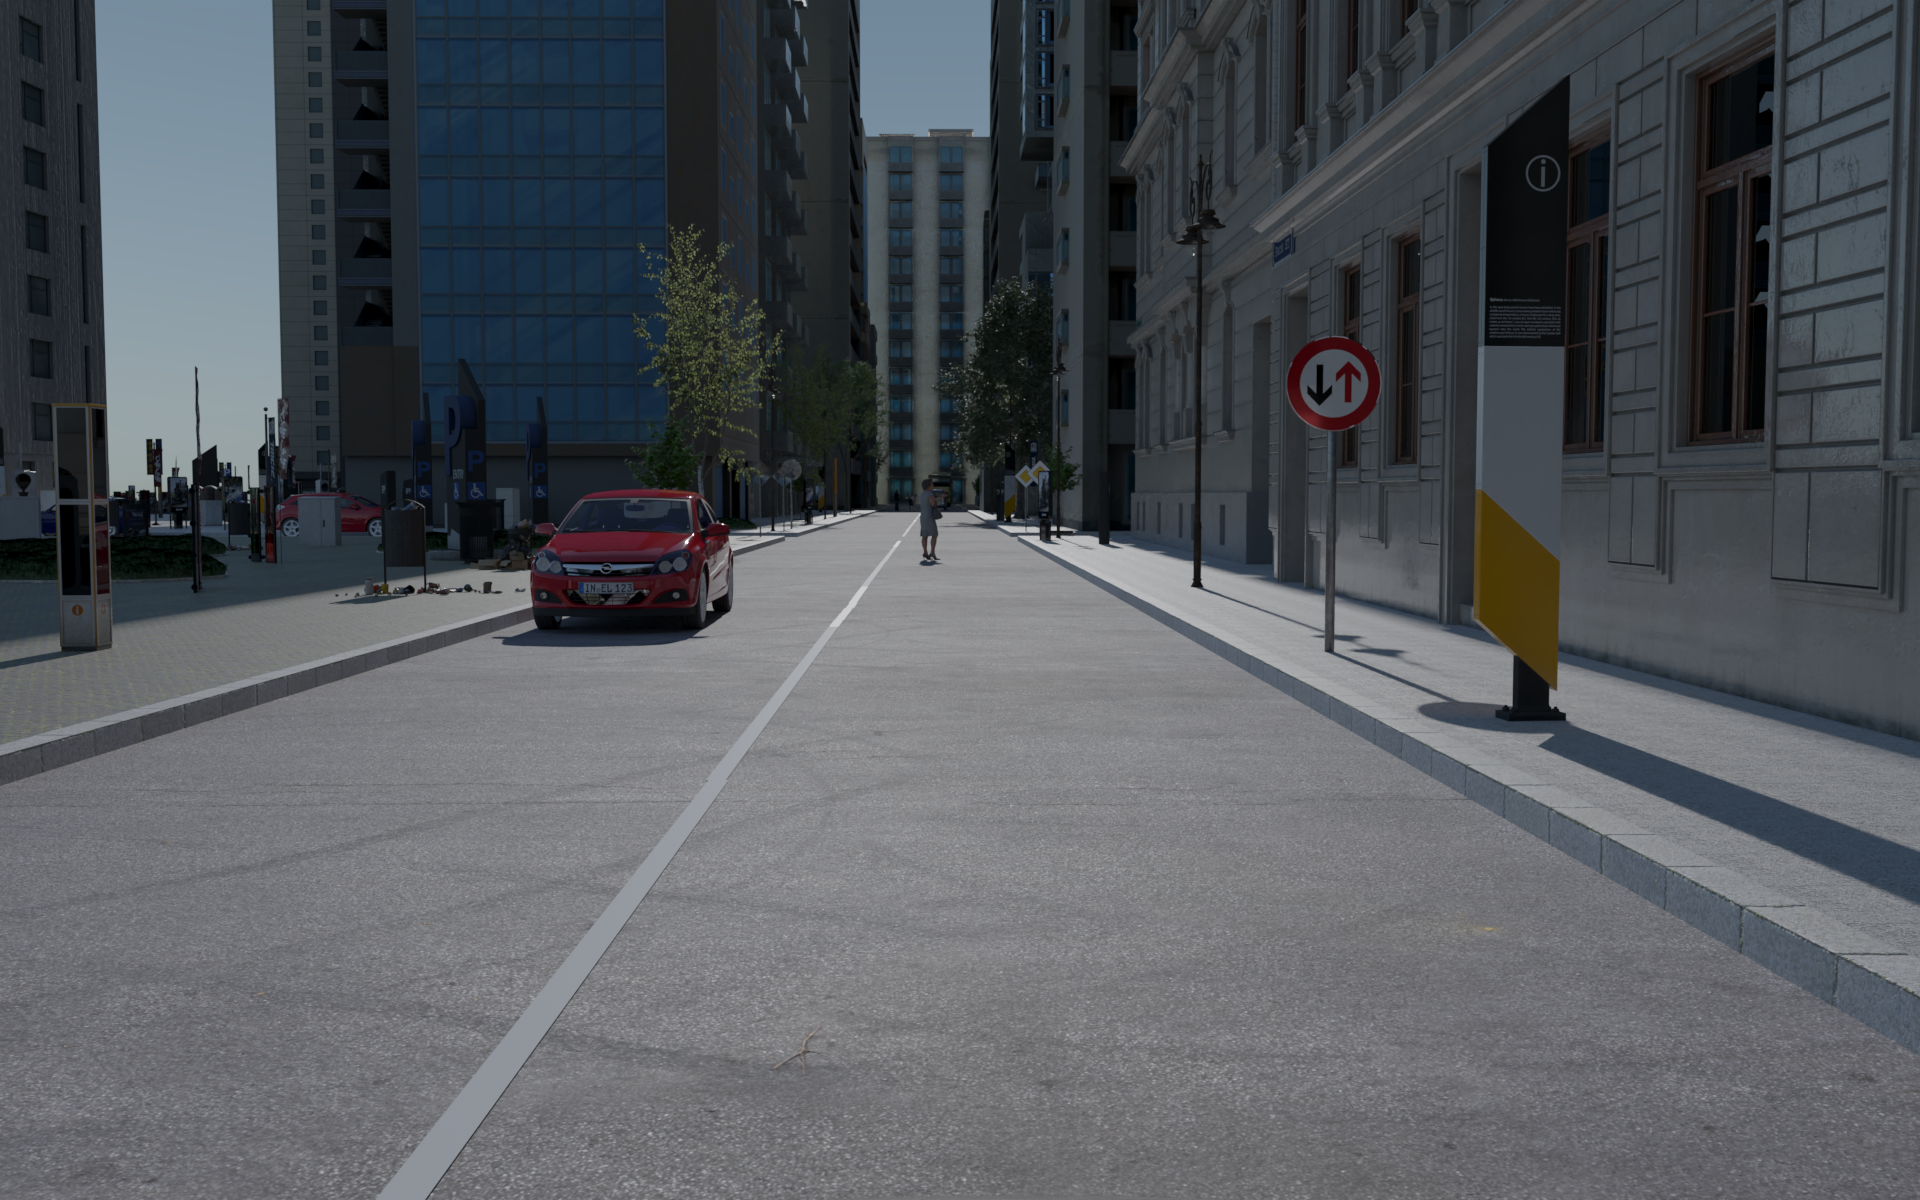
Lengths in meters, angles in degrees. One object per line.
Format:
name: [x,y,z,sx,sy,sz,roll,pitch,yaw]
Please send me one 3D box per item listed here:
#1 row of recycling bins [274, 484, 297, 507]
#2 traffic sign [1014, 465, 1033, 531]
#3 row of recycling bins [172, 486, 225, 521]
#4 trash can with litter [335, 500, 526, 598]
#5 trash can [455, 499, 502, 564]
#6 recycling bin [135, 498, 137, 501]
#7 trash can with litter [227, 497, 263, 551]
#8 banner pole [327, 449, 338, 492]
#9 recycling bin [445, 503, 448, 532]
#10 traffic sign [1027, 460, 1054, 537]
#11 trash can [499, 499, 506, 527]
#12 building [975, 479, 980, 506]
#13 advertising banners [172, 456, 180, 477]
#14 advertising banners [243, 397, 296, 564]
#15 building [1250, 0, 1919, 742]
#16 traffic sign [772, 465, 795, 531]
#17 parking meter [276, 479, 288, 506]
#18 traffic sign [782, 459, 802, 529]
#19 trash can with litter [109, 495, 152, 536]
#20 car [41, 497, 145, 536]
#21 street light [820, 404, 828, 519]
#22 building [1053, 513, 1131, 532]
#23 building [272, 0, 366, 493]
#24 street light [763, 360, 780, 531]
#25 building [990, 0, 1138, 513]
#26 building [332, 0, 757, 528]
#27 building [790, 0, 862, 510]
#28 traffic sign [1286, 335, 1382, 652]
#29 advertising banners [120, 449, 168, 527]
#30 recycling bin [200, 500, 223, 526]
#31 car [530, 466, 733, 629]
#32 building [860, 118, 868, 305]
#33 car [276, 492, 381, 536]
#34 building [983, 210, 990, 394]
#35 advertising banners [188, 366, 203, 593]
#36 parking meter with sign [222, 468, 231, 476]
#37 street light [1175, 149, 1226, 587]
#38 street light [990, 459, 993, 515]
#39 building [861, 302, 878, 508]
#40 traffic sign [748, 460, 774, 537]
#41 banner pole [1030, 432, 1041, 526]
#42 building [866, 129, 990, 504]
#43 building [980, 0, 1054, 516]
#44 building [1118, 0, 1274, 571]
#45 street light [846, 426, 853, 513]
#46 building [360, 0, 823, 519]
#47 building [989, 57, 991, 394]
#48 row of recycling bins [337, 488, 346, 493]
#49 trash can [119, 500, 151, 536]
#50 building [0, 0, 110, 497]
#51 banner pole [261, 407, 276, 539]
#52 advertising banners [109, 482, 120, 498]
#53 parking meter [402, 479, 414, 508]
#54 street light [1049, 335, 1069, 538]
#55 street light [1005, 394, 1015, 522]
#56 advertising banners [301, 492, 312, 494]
row of recycling bins: [-28.038,-3.957,71.815,1.069,1.692,3.534,-1,4,-17]
traffic sign: [2.263,-3.411,59.409,0.795,2.450,0.064,0,4,-1]
row of recycling bins: [-36.928,-4.728,84.420,3.534,1.692,1.069,1,4,20]
trash can with litter: [-6.781,-0.690,22.337,2.233,1.210,1.678,0,4,-7]
trash can: [-8.879,-1.233,31.806,0.748,1.137,0.748,0,3,0]
recycling bin: [-54.067,-6.123,112.658,0.722,1.027,0.722,2,4,26]
trash can with litter: [-16.881,-1.743,39.557,2.233,1.210,1.678,-3,5,-41]
banner pole: [-34.690,-6.463,95.686,0.863,3.779,0.401,2,4,29]
recycling bin: [-14.147,-2.221,48.861,0.722,1.027,0.722,-1,4,-16]
traffic sign: [2.376,-2.922,51.425,0.795,2.450,0.064,0,4,-1]
trash can: [-13.864,-2.438,51.518,0.748,1.137,0.748,0,3,0]
building: [17.958,-30.906,197.189,32.217,40.220,23.993,0,4,-1]
advertising banners: [-35.247,-5.007,78.055,0.090,3.025,2.074,-2,4,-27]
advertising banners: [-12.829,-2.199,32.147,0.090,3.025,2.074,-3,5,-42]
building: [9.806,-10.980,15.682,11.583,22.565,21.152,0,4,-1]
traffic sign: [-6.031,-3.405,59.312,0.795,2.450,0.064,0,4,-1]
parking meter: [-26.244,-3.753,67.071,0.399,1.863,0.255,0,4,1]
traffic sign: [-6.194,-3.885,63.621,0.768,2.556,0.104,0,4,3]
trash can with litter: [-24.198,-2.390,50.126,2.233,1.210,1.678,-1,4,-21]
car: [-28.509,-2.657,56.016,3.894,1.354,1.945,0,4,-2]
street light: [-6.863,-7.047,88.004,0.468,5.910,1.993,0,4,-1]
building: [14.518,-27.200,68.424,21.600,48.544,21.300,0,4,-1]
building: [-63.682,-46.418,197.183,20.611,71.187,20.563,0,4,-1]
street light: [-6.481,-5.324,59.842,0.468,5.910,1.993,0,4,-1]
building: [13.521,-31.897,145.215,21.300,48.544,21.600,0,4,-1]
building: [-15.891,-25.684,70.040,14.600,45.320,14.200,0,4,-1]
building: [-19.384,-31.851,144.470,21.300,48.544,21.600,0,4,-1]
traffic sign: [3.007,-0.851,14.022,0.768,2.556,0.104,0,4,2]
advertising banners: [-31.307,-4.298,66.454,0.090,3.025,2.074,1,4,18]
recycling bin: [-30.239,-3.504,69.847,0.722,1.027,0.722,-3,5,-44]
car: [-3.642,-0.652,19.697,2.155,1.783,4.494,0,4,-1]
building: [-18.119,-33.765,202.160,14.200,45.320,14.600,0,4,-1]
car: [-19.758,-2.860,55.799,4.494,1.783,2.155,0,4,1]
building: [9.286,-24.871,178.347,14.160,30.474,14.107,0,4,-1]
advertising banners: [-10.255,-1.656,23.256,0.090,3.025,2.074,-1,4,-20]
parking meter with sign: [-49.161,-7.350,116.434,0.543,3.016,1.738,-2,4,-29]
street light: [3.271,-3.115,23.718,0.468,5.910,1.993,0,4,-1]
street light: [1.975,-8.211,107.031,0.468,5.910,1.993,0,4,-1]
building: [-22.434,-19.916,170.658,27.650,21.520,28.899,0,4,-1]
traffic sign: [-5.917,-2.917,51.328,0.795,2.450,0.064,0,4,-1]
banner pole: [3.094,-4.924,70.531,0.401,3.779,0.863,-2,4,-34]
building: [-1.307,-37.328,229.921,30.456,49.044,23.786,0,4,-1]
building: [12.898,-49.038,114.443,22.319,86.520,31.000,0,4,-1]
building: [11.323,-15.346,38.301,14.401,28.519,23.554,0,4,-1]
street light: [-7.302,-8.725,115.446,0.468,5.910,1.993,0,4,-1]
building: [-20.489,-29.390,100.136,23.786,49.044,30.456,0,4,-1]
building: [9.745,-29.333,163.196,14.154,41.232,14.086,0,4,-1]
row of recycling bins: [-39.374,-6.361,111.122,1.069,1.692,3.534,-1,4,-11]
trash can: [-20.935,-1.978,43.988,0.748,1.137,0.748,0,3,0]
building: [-43.721,-18.093,67.527,14.107,30.474,14.160,0,4,-1]
banner pole: [-19.801,-3.653,49.738,0.401,3.779,0.863,-3,5,-44]
advertising banners: [-48.614,-6.346,99.947,0.090,3.025,2.074,2,4,28]
parking meter: [-20.286,-3.547,63.708,0.399,1.863,0.255,-1,4,-10]
street light: [2.874,-4.750,50.458,0.468,5.910,1.993,0,4,-1]
street light: [2.337,-6.575,80.291,0.468,5.910,1.993,0,4,-1]
advertising banners: [-40.318,-6.706,105.823,2.074,3.025,0.090,2,4,25]
